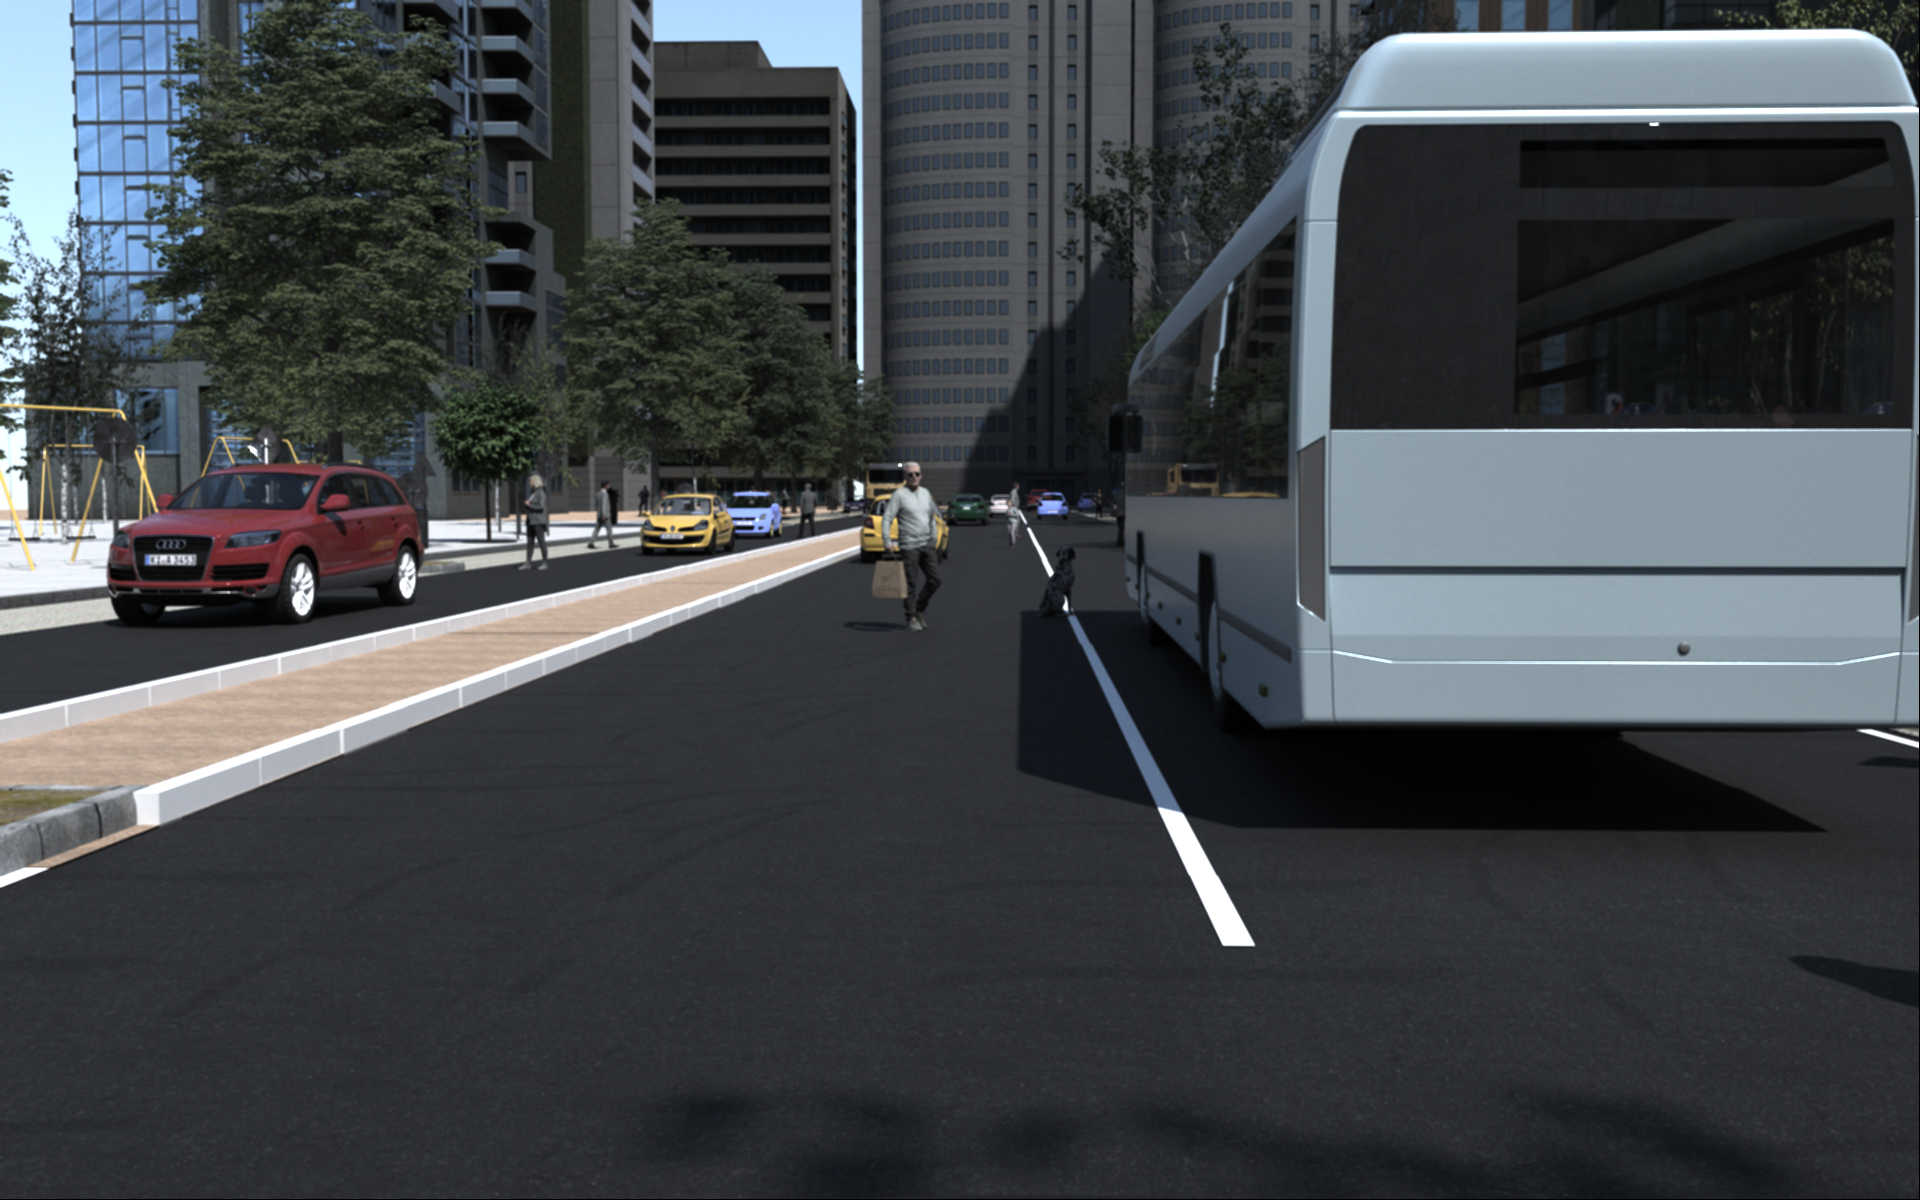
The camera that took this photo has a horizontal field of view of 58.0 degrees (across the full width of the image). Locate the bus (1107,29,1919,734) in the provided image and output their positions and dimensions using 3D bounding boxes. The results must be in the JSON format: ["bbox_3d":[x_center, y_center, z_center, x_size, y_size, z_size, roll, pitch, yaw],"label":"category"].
[{"bbox_3d":[2.885,-1.142,13.529,2.948,3.499,13.247,0,4,2],"label":"bus"}]

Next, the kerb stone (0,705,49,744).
[{"bbox_3d":[-5.527,0.742,10.058,0.120,0.150,1.000,0,4,2],"label":"kerb stone"}]

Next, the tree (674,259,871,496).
[{"bbox_3d":[-10.869,-11.440,93.707,9.857,13.997,8.962,0,3,0],"label":"tree"}]

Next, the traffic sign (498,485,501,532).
[{"bbox_3d":[-15.490,-3.555,58.227,0.768,2.556,0.104,0,4,3],"label":"traffic sign"}]

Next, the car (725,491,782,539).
[{"bbox_3d":[-6.856,-2.888,56.804,1.945,1.707,3.694,0,4,1],"label":"car"}]

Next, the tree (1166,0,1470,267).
[{"bbox_3d":[10.037,-8.020,41.502,12.009,13.543,11.850,0,3,0],"label":"tree"}]

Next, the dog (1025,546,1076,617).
[{"bbox_3d":[1.035,-0.216,20.376,0.800,0.831,0.513,-1,4,-13],"label":"dog"}]

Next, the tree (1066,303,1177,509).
[{"bbox_3d":[11.841,-9.963,88.655,9.928,11.665,9.643,0,3,0],"label":"tree"}]

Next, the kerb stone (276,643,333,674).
[{"bbox_3d":[-5.400,0.492,14.154,0.120,0.150,1.000,0,4,2],"label":"kerb stone"}]

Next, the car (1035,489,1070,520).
[{"bbox_3d":[5.154,-5.329,96.713,1.945,1.707,3.694,0,4,2],"label":"car"}]

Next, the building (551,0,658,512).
[{"bbox_3d":[-38.407,-36.181,133.562,28.212,58.520,21.231,0,4,2],"label":"building"}]

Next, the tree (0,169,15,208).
[{"bbox_3d":[-25.375,-7.906,35.921,9.857,13.997,8.962,0,3,0],"label":"tree"}]

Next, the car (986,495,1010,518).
[{"bbox_3d":[2.659,-5.790,107.026,2.083,1.381,4.827,0,4,2],"label":"car"}]

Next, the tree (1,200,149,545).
[{"bbox_3d":[-22.818,-5.732,44.087,4.360,8.622,3.978,0,3,0],"label":"tree"}]

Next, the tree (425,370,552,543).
[{"bbox_3d":[-12.451,-3.804,45.904,4.285,4.588,4.351,0,3,0],"label":"tree"}]

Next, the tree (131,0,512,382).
[{"bbox_3d":[-13.674,-7.295,37.408,7.486,12.596,7.792,0,3,0],"label":"tree"}]

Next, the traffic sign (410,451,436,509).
[{"bbox_3d":[-16.209,-3.195,52.240,0.884,2.594,0.081,1,4,9],"label":"traffic sign"}]

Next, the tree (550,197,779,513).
[{"bbox_3d":[-11.716,-9.058,66.228,7.486,12.596,7.792,0,3,0],"label":"tree"}]

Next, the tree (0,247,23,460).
[{"bbox_3d":[-35.512,-8.598,58.711,7.486,12.596,7.792,0,3,0],"label":"tree"}]

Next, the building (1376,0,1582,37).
[{"bbox_3d":[33.379,-27.790,104.480,14.600,45.320,14.200,0,4,2],"label":"building"}]

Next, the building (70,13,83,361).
[{"bbox_3d":[-59.833,-29.853,138.215,14.200,45.320,14.600,0,4,2],"label":"building"}]

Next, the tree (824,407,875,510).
[{"bbox_3d":[-9.475,-11.812,143.480,4.360,8.622,3.978,0,3,0],"label":"tree"}]

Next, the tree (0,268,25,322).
[{"bbox_3d":[-29.833,-7.464,47.794,9.928,11.665,9.643,0,3,0],"label":"tree"}]

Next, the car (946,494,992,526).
[{"bbox_3d":[0.405,-4.161,79.838,2.131,1.459,4.920,0,4,3],"label":"car"}]

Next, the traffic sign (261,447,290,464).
[{"bbox_3d":[-17.009,-2.625,43.021,0.768,2.556,0.104,0,4,6],"label":"traffic sign"}]

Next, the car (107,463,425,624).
[{"bbox_3d":[-8.168,-0.741,20.784,2.281,1.827,5.304,0,4,3],"label":"car"}]

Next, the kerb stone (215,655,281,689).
[{"bbox_3d":[-5.438,0.555,13.127,0.120,0.150,1.000,0,4,2],"label":"kerb stone"}]

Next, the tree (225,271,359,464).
[{"bbox_3d":[-20.494,-6.362,54.377,4.737,8.622,4.395,0,3,0],"label":"tree"}]

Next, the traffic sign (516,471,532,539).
[{"bbox_3d":[-12.556,-3.004,49.116,0.884,2.594,0.081,1,4,8],"label":"traffic sign"}]

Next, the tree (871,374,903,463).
[{"bbox_3d":[-9.892,-15.373,158.008,9.857,13.997,8.962,0,3,0],"label":"tree"}]

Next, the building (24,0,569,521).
[{"bbox_3d":[-35.536,-47.969,96.959,22.319,86.520,31.000,0,4,2],"label":"building"}]

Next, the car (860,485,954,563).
[{"bbox_3d":[-1.154,-1.655,37.277,2.015,1.641,3.980,0,4,2],"label":"car"}]

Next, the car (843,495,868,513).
[{"bbox_3d":[-7.673,-7.076,128.271,1.945,1.354,3.894,0,4,1],"label":"car"}]

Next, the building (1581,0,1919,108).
[{"bbox_3d":[29.579,-23.068,60.753,14.154,41.232,14.086,0,4,2],"label":"building"}]

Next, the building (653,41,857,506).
[{"bbox_3d":[-22.682,-34.619,189.730,21.600,48.544,21.300,0,4,2],"label":"building"}]

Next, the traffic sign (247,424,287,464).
[{"bbox_3d":[-13.085,-2.017,32.706,0.795,2.593,0.064,0,4,7],"label":"traffic sign"}]

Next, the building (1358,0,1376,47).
[{"bbox_3d":[37.679,-49.724,125.664,22.319,86.520,31.000,0,4,2],"label":"building"}]

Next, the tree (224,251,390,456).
[{"bbox_3d":[-27.201,-9.043,73.609,9.928,11.665,9.643,0,3,0],"label":"tree"}]

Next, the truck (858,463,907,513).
[{"bbox_3d":[-4.446,-7.012,110.572,3.469,3.379,9.791,0,4,2],"label":"truck"}]

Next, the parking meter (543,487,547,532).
[{"bbox_3d":[-14.112,-3.070,58.613,0.372,1.533,0.369,0,3,0],"label":"parking meter"}]

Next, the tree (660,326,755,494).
[{"bbox_3d":[-11.216,-7.601,74.646,4.737,8.622,4.395,0,3,0],"label":"tree"}]

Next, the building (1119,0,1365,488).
[{"bbox_3d":[32.575,-39.518,188.116,28.212,58.520,21.231,0,4,2],"label":"building"}]

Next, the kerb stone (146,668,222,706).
[{"bbox_3d":[-5.467,0.617,12.104,0.120,0.150,1.000,0,4,2],"label":"kerb stone"}]

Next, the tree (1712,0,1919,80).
[{"bbox_3d":[10.254,-4.327,21.102,4.737,8.622,4.395,0,3,0],"label":"tree"}]

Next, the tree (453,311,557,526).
[{"bbox_3d":[-18.819,-7.361,70.712,4.360,8.622,3.978,0,3,0],"label":"tree"}]

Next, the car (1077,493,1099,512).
[{"bbox_3d":[10.550,-8.088,141.835,1.945,1.707,3.694,0,4,3],"label":"car"}]

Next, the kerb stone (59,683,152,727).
[{"bbox_3d":[-5.497,0.680,11.082,0.120,0.150,1.000,0,4,2],"label":"kerb stone"}]

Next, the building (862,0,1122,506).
[{"bbox_3d":[3.758,-39.533,188.369,28.212,58.520,21.231,0,4,2],"label":"building"}]

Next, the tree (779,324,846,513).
[{"bbox_3d":[-11.434,-12.085,115.716,7.486,12.596,7.792,0,3,0],"label":"tree"}]

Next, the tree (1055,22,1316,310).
[{"bbox_3d":[10.241,-13.259,72.671,12.611,20.169,13.585,0,3,0],"label":"tree"}]

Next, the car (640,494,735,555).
[{"bbox_3d":[-6.548,-1.932,41.805,2.015,1.641,3.980,0,4,2],"label":"car"}]

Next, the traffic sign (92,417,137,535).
[{"bbox_3d":[-14.033,-1.753,28.765,0.768,2.556,0.104,0,4,4],"label":"traffic sign"}]

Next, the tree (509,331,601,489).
[{"bbox_3d":[-18.610,-7.831,78.397,4.737,8.622,4.395,0,3,0],"label":"tree"}]

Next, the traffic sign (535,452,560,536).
[{"bbox_3d":[-12.587,-3.224,52.822,0.768,2.556,0.104,0,4,5],"label":"traffic sign"}]

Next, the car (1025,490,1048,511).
[{"bbox_3d":[6.634,-8.378,145.646,2.281,1.827,5.304,0,4,2],"label":"car"}]
